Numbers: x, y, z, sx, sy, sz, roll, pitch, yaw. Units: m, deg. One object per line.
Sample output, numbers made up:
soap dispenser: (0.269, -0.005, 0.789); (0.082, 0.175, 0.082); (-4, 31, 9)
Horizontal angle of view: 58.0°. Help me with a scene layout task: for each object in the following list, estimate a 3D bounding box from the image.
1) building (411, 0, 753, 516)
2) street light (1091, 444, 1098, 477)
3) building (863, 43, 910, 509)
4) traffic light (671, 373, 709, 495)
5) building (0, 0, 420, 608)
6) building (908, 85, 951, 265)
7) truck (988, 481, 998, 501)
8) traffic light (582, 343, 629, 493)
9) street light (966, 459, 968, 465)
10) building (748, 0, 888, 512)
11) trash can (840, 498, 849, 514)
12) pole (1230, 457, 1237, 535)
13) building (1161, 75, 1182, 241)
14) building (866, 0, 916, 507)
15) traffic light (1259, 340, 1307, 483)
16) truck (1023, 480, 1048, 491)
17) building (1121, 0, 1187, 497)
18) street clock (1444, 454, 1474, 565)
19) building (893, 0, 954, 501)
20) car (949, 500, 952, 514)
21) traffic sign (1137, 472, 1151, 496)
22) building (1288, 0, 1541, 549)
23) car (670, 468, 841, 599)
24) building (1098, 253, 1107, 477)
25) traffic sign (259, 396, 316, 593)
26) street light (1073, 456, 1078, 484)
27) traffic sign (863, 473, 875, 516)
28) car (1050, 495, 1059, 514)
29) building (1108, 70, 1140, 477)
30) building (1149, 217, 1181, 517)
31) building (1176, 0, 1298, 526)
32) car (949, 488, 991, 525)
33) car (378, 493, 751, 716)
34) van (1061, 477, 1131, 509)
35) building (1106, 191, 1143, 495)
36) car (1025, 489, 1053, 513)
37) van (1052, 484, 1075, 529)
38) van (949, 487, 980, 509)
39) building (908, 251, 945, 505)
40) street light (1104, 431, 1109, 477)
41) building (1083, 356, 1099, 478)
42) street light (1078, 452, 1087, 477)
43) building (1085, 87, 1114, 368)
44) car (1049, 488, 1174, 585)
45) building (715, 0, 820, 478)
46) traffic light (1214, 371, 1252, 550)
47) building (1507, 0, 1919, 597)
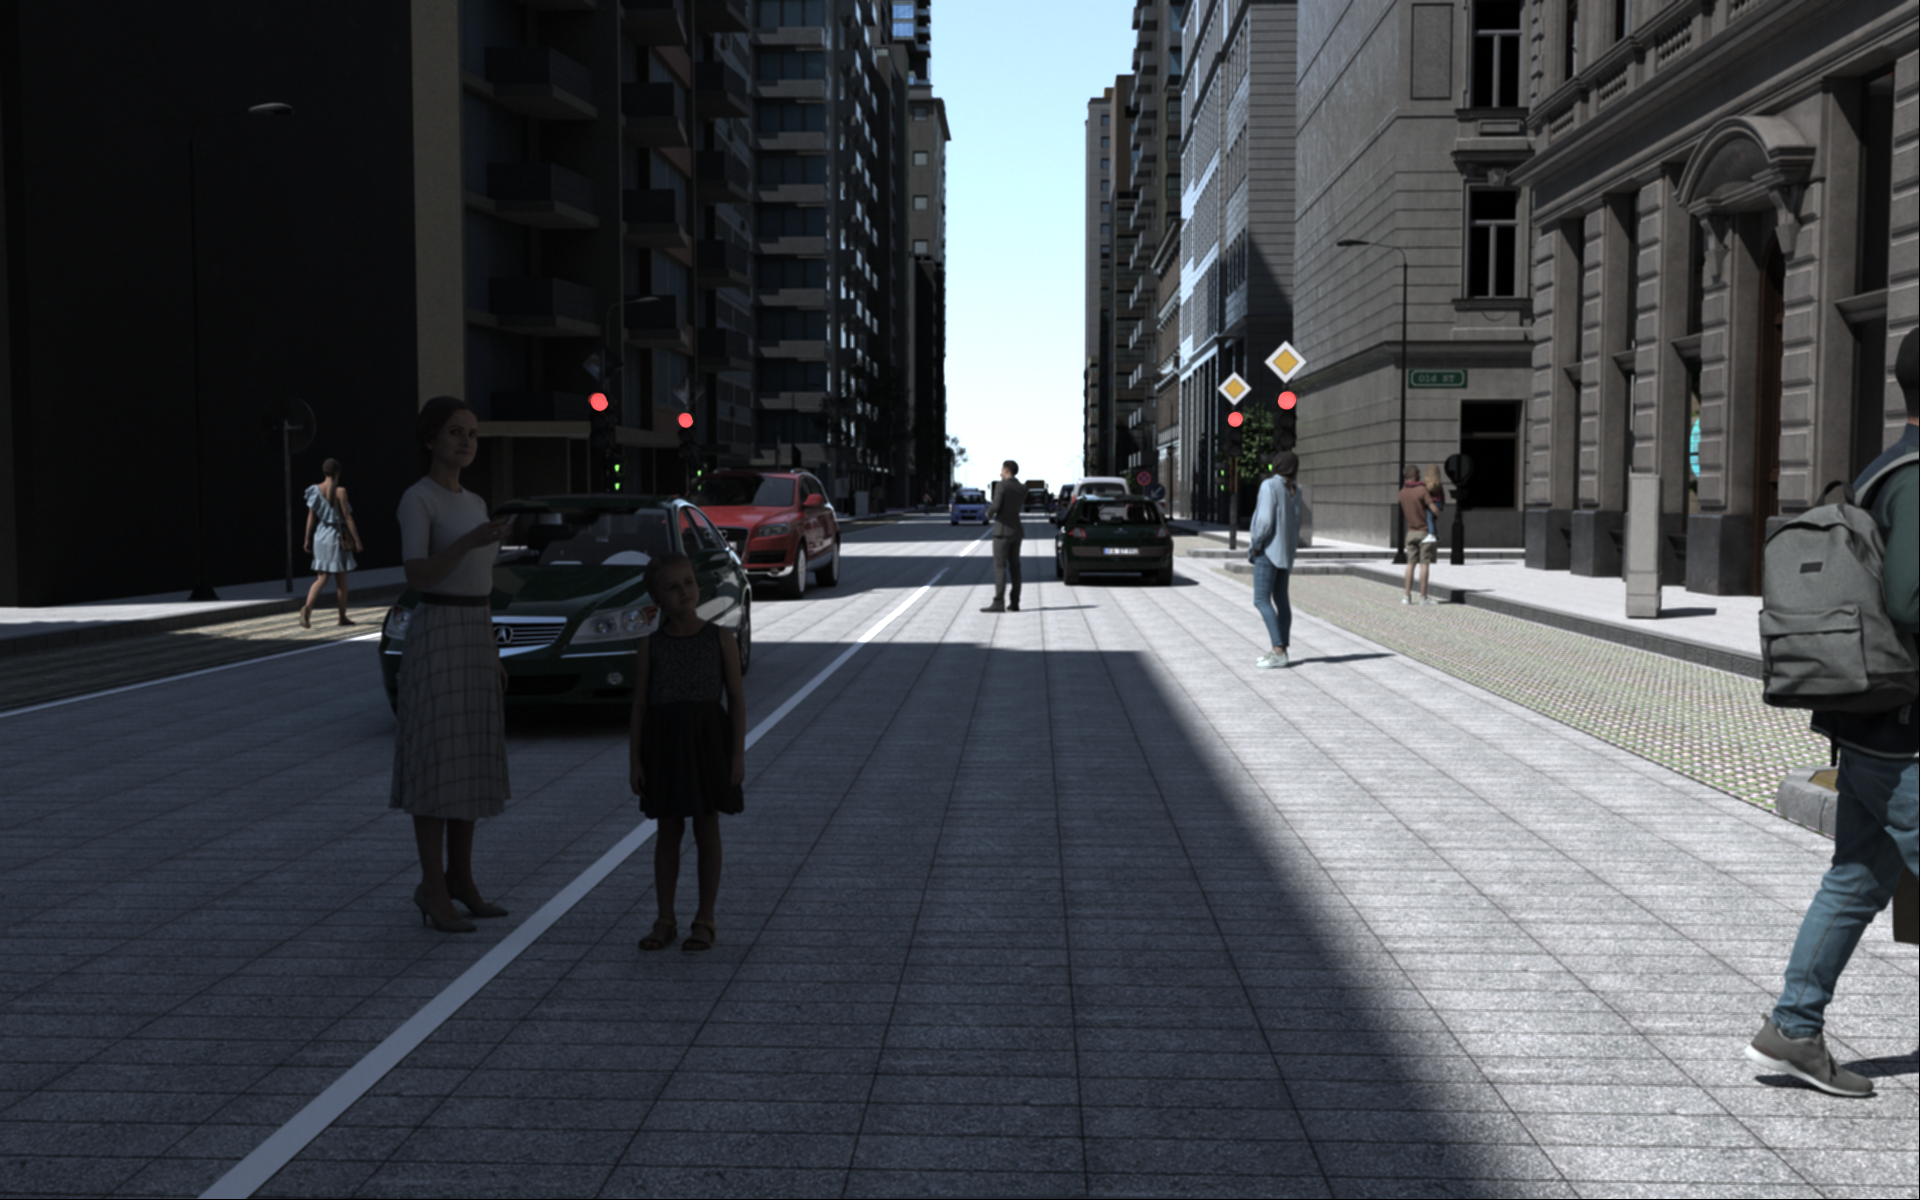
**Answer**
building: (-18.838, -24.467, 54.656); (22.147, 44.769, 28.867); (0, 4, 2)
street light: (12.818, -11.454, 159.820); (1.470, 5.913, 1.316); (0, 4, 2)
building: (-11.998, -28.726, 153.261); (14.154, 41.232, 14.086); (0, 4, 2)
traffic light: (-6.291, -3.140, 40.254); (0.839, 4.253, 0.868); (0, 4, 2)
building: (-18.037, -11.963, 25.271); (15.834, 23.373, 12.332); (0, 4, 2)
building: (-15.997, -39.080, 228.202); (28.713, 52.752, 27.495); (0, 4, 2)
truck: (5.945, -15.794, 254.149); (3.469, 3.379, 9.791); (0, 4, 3)
traffic light: (-6.624, -2.652, 32.276); (0.839, 4.253, 0.868); (0, 4, 2)
street light: (0.279, -15.820, 231.203); (1.470, 5.913, 1.316); (0, 4, 2)
building: (-18.061, -31.258, 130.670); (23.786, 49.044, 30.456); (0, 4, 2)
trash can: (-7.569, -6.215, 113.262); (0.748, 1.137, 0.748); (0, 3, 0)
pole: (8.556, -3.686, 54.113); (0.158, 3.312, 0.155); (0, 3, 0)
building: (21.137, -21.469, 122.720); (14.160, 30.474, 14.107); (0, 4, 2)
building: (-14.874, -44.743, 169.796); (20.563, 71.187, 20.611); (0, 4, 2)
traffic light: (5.928, -2.621, 31.771); (0.839, 4.253, 0.868); (0, 4, 2)
truck: (10.215, -14.647, 235.401); (3.469, 3.379, 9.791); (0, 4, 3)
building: (25.784, -32.086, 144.219); (23.786, 49.044, 30.456); (0, 4, 2)
street clock: (9.029, -1.640, 31.386); (0.471, 2.002, 0.358); (3, 4, 36)
building: (-11.784, -57.709, 256.215); (22.319, 86.520, 31.000); (0, 4, 2)
car: (0.237, -6.899, 125.164); (2.083, 1.381, 4.827); (0, 4, 2)
traffic sign: (10.388, -5.976, 97.808); (0.768, 2.556, 0.104); (0, 4, 7)
building: (31.901, -16.547, 46.962); (44.131, 29.872, 17.030); (0, 4, 2)
car: (-3.029, -1.025, 25.426); (2.281, 1.827, 5.304); (0, 4, 4)
building: (23.604, -26.676, 207.849); (14.160, 30.474, 14.107); (0, 4, 2)
traffic sign: (-8.743, -1.370, 22.507); (0.768, 2.556, 0.104); (0, 4, 6)
street light: (14.848, -14.580, 210.923); (1.470, 5.913, 1.316); (0, 4, 2)
traffic sign: (-5.404, -6.290, 102.946); (0.768, 2.556, 0.104); (1, 4, 10)
car: (7.435, -6.991, 126.876); (1.945, 1.354, 3.894); (0, 4, 4)
building: (22.882, -32.522, 181.843); (14.600, 45.320, 14.200); (0, 4, 2)
building: (17.271, -14.653, 104.208); (10.561, 19.102, 19.286); (0, 4, 2)
building: (16.709, -18.422, 78.700); (11.434, 29.767, 29.804); (0, 4, 2)
car: (0.482, -4.323, 80.267); (1.945, 1.707, 3.694); (0, 4, 3)
car: (-2.609, -0.033, 12.341); (2.131, 1.459, 4.920); (0, 4, 1)
van: (3.560, -2.245, 43.716); (2.013, 2.044, 4.112); (0, 4, 4)
building: (21.791, -24.190, 167.211); (14.160, 30.474, 14.107); (0, 4, 2)
car: (6.113, -7.739, 135.208); (2.281, 1.827, 5.304); (0, 4, 4)
van: (4.885, -4.020, 72.743); (2.013, 2.044, 4.112); (0, 4, 3)
van: (0.405, -5.839, 102.473); (2.013, 2.044, 4.112); (0, 4, 4)
building: (-9.185, -26.634, 207.159); (14.160, 30.474, 14.107); (0, 4, 2)
street light: (11.336, -9.500, 127.866); (1.470, 5.913, 1.316); (0, 4, 2)
building: (30.660, -23.547, 230.030); (27.650, 21.520, 28.899); (0, 4, 2)
street light: (14.111, -13.377, 191.257); (1.470, 5.913, 1.316); (0, 4, 2)
building: (29.082, -43.761, 257.493); (21.231, 58.520, 28.212); (0, 4, 2)
car: (2.496, -1.148, 28.563); (2.009, 1.686, 4.222); (0, 4, 1)
building: (-24.030, -24.313, 89.406); (32.217, 40.220, 23.993); (0, 4, 2)
traffic light: (6.260, -3.109, 39.749); (0.839, 4.253, 0.868); (0, 4, 2)
building: (14.274, -11.699, 20.159); (11.050, 23.489, 19.941); (0, 4, 2)
